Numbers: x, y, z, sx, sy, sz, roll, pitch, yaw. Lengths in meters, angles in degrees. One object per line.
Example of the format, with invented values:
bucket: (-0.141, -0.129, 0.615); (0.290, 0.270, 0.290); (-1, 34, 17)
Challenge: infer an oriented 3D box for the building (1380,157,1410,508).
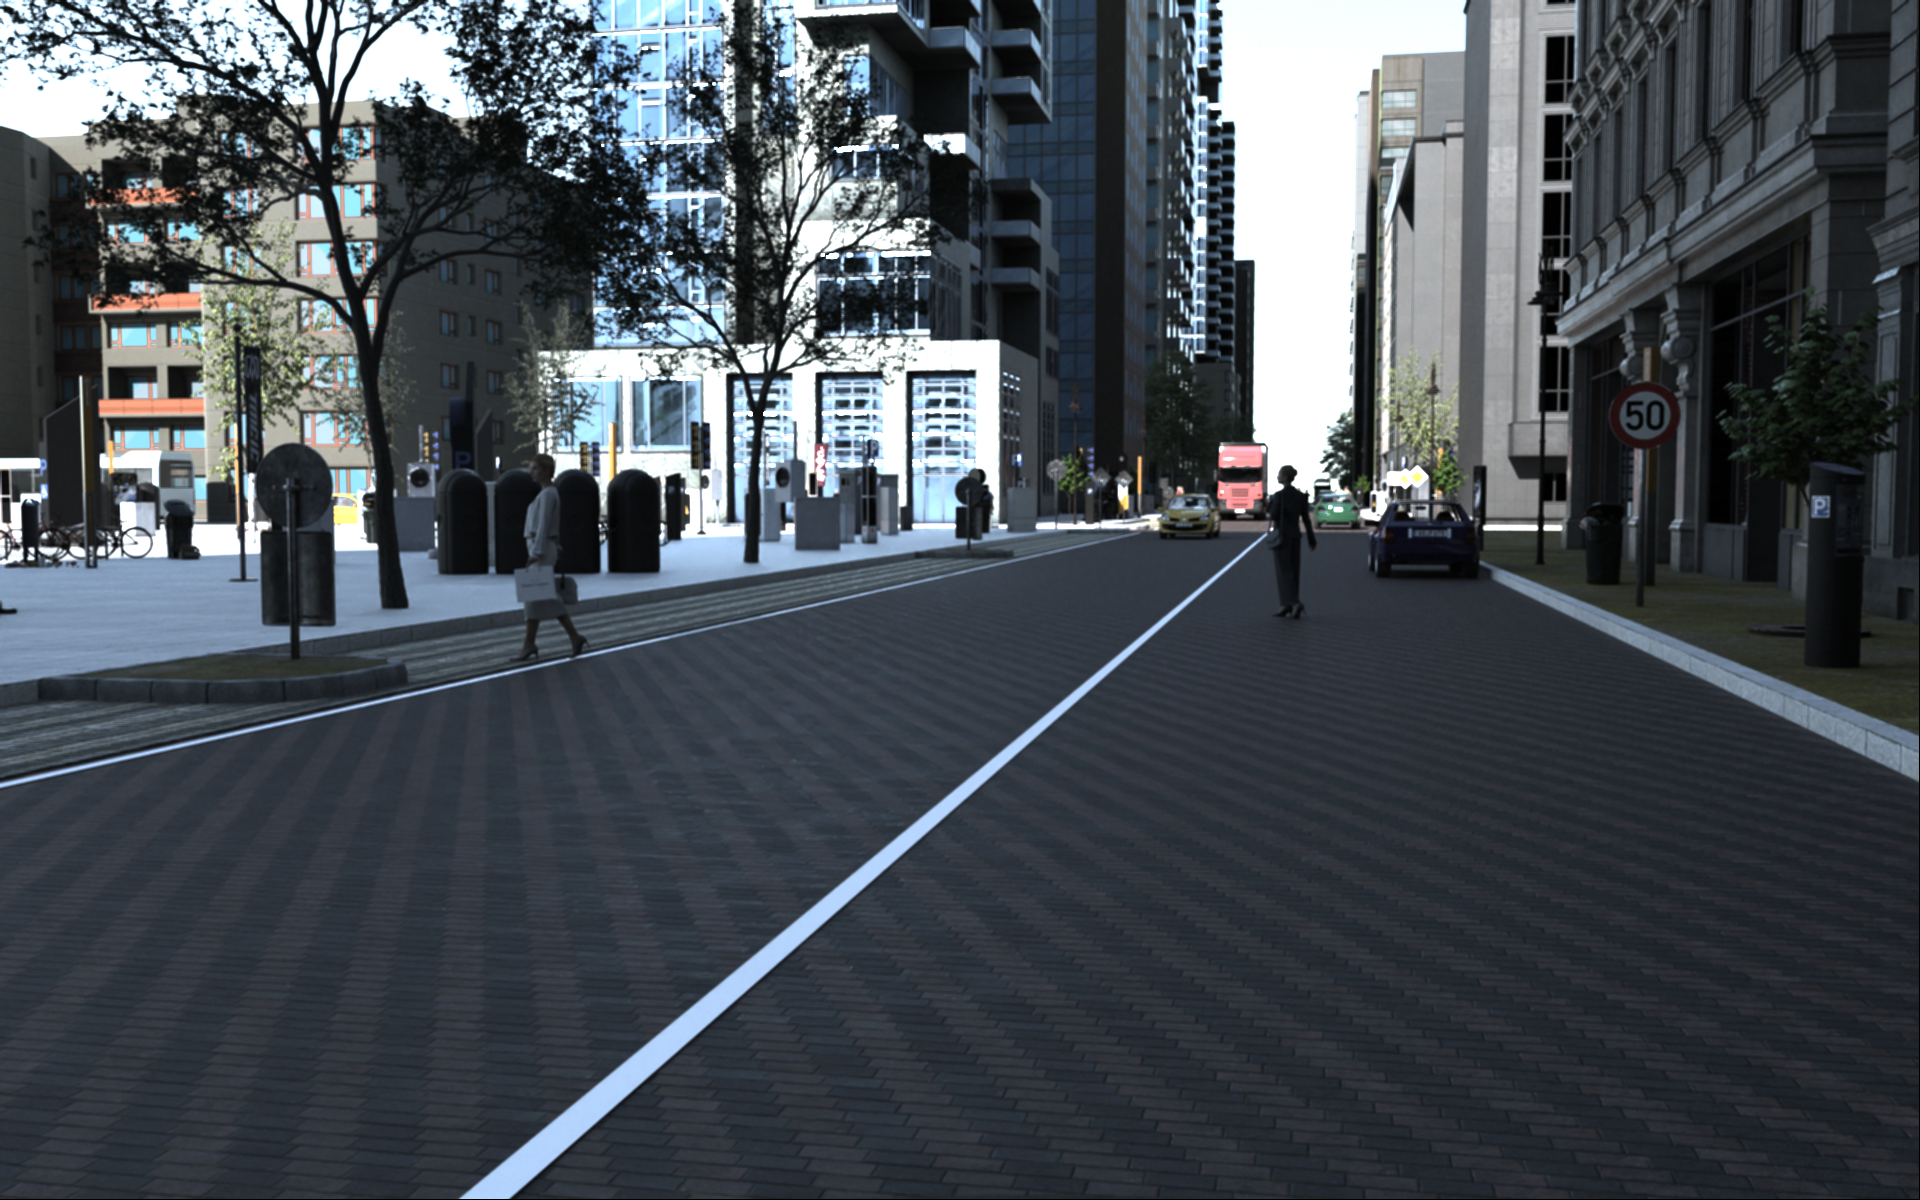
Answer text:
building: (38.301, -19.101, 130.318); (12.078, 24.808, 19.932); (1, 4, 11)

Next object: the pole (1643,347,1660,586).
pole: (9.612, -1.854, 24.160); (0.158, 3.312, 0.155); (0, 3, 0)

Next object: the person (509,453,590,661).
person: (-3.536, -0.369, 14.883); (0.624, 1.780, 0.694); (0, 4, 3)

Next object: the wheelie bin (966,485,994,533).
wheelie bin: (0.673, -3.019, 57.273); (0.980, 1.594, 0.693); (-1, 4, -20)

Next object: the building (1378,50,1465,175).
building: (46.465, -29.349, 163.456); (14.154, 41.232, 14.086); (1, 4, 11)

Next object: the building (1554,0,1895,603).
building: (18.355, -11.463, 38.334); (10.553, 20.767, 40.483); (1, 4, 11)

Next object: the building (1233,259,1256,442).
building: (42.770, -37.389, 294.897); (14.154, 41.232, 14.086); (1, 4, 11)

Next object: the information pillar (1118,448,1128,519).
information pillar: (8.228, -5.886, 87.592); (0.504, 3.616, 0.183); (-1, 4, -16)

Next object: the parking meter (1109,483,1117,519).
parking meter: (7.852, -5.094, 89.003); (0.399, 1.863, 0.255); (0, 4, 6)

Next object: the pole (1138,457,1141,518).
pole: (9.744, -6.129, 94.060); (0.158, 3.312, 0.155); (0, 3, 0)

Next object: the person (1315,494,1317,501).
person: (43.066, -12.082, 209.265); (0.599, 1.433, 0.991); (-1, 4, -10)

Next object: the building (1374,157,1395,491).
building: (43.178, -23.142, 150.078); (14.160, 30.474, 14.107); (1, 4, 11)

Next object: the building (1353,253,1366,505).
building: (54.416, -26.652, 207.460); (14.160, 30.474, 14.107); (1, 4, 11)

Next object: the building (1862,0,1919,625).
building: (12.574, -9.742, 8.441); (9.793, 20.994, 18.267); (1, 4, 11)

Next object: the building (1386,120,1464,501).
building: (33.829, -17.470, 104.697); (14.314, 24.678, 30.058); (1, 4, 11)

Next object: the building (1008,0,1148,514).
building: (5.093, -28.603, 117.774); (14.600, 45.320, 14.200); (1, 4, 11)

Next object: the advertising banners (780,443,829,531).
advertising banners: (-5.546, -3.899, 59.937); (2.074, 3.025, 0.090); (0, 4, 8)

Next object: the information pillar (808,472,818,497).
information pillar: (-4.933, -3.282, 58.153); (0.304, 2.012, 0.304); (0, 4, -1)

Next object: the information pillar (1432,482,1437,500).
information pillar: (23.128, -4.873, 84.160); (0.304, 2.012, 0.304); (-2, 4, -26)

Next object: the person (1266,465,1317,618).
person: (3.854, -0.684, 20.106); (0.534, 1.772, 0.576); (3, 4, 36)

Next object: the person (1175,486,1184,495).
person: (11.246, -4.890, 88.419); (0.573, 1.828, 0.580); (-3, 5, -43)

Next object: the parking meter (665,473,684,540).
parking meter: (-8.022, -2.612, 48.419); (0.399, 1.863, 0.255); (1, 4, 18)

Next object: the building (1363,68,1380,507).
building: (48.965, -32.297, 178.159); (14.600, 45.320, 14.200); (1, 4, 11)

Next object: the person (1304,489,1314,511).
person: (30.159, -8.723, 150.751); (1.348, 1.869, 0.705); (0, 4, -1)

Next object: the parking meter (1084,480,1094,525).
parking meter: (5.415, -4.089, 72.569); (0.399, 1.863, 0.255); (0, 4, -4)

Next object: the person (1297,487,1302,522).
person: (17.490, -4.962, 89.835); (0.583, 1.804, 0.606); (1, 4, 9)

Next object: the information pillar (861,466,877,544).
information pillar: (-2.358, -2.480, 45.046); (0.304, 2.012, 0.304); (-3, 4, -37)

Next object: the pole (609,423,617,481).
pole: (-9.963, -3.421, 49.770); (0.158, 3.312, 0.155); (0, 3, 0)

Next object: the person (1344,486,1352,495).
person: (19.229, -4.738, 85.884); (0.656, 1.842, 0.836); (3, 5, 39)

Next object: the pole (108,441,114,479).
pole: (-32.554, -4.443, 66.490); (0.158, 3.312, 0.155); (0, 3, 0)

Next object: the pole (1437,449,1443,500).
pole: (21.566, -5.137, 77.835); (0.158, 3.312, 0.155); (0, 3, 0)

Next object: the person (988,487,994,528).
person: (1.080, -3.757, 70.023); (0.694, 1.812, 0.767); (-2, 4, -33)

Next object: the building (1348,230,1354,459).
building: (74.381, -40.408, 280.281); (23.786, 49.044, 30.456); (1, 4, 11)

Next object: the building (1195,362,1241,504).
building: (25.123, -24.473, 245.168); (27.650, 21.520, 28.899); (1, 4, 11)

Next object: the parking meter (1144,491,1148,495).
parking meter: (13.915, -7.426, 129.825); (0.372, 1.533, 0.369); (0, 3, 0)

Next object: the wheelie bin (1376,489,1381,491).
wheelie bin: (26.242, -6.150, 108.461); (0.693, 1.594, 0.980); (3, 4, 36)

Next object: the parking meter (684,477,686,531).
parking meter: (-9.669, -3.302, 59.705); (0.399, 1.863, 0.255); (-2, 4, -24)

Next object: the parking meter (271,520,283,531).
parking meter: (-14.726, -1.937, 37.389); (0.255, 1.863, 0.399); (-1, 4, -15)

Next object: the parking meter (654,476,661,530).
parking meter: (-9.863, -3.072, 55.933); (0.399, 1.863, 0.255); (-1, 4, -14)

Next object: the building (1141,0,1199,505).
building: (10.184, -33.204, 162.487); (23.786, 49.044, 30.456); (1, 4, 11)

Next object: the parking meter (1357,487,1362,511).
parking meter: (31.081, -7.897, 134.823); (0.399, 1.863, 0.255); (1, 4, 17)

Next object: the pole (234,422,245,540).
pole: (-20.219, -3.350, 48.613); (0.158, 3.312, 0.155); (0, 3, 0)

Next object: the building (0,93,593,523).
building: (-36.983, -15.139, 92.568); (28.899, 21.520, 27.650); (1, 4, 11)

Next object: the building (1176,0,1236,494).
building: (33.481, -58.702, 272.441); (22.319, 86.520, 31.000); (1, 4, 11)

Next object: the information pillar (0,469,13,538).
information pillar: (-27.669, -2.796, 50.200); (0.304, 2.012, 0.304); (-2, 4, -35)

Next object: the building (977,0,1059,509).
building: (16.115, -53.747, 191.437); (22.319, 86.520, 31.000); (1, 4, 11)

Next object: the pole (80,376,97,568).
pole: (-15.077, -2.209, 29.958); (0.158, 3.312, 0.155); (0, 3, 0)

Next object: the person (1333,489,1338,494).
person: (28.503, -7.528, 131.391); (0.447, 1.846, 0.655); (0, 4, 4)

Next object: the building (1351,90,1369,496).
building: (67.755, -43.392, 251.458); (21.231, 58.520, 28.212); (1, 4, 11)

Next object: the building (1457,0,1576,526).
building: (33.997, -17.079, 72.745); (24.014, 27.812, 14.314); (1, 4, 11)

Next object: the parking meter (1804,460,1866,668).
parking meter: (6.515, -0.274, 12.896); (0.372, 1.533, 0.369); (0, 3, 0)

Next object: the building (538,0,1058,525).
building: (-6.200, -47.399, 87.642); (22.319, 86.520, 31.000); (1, 4, 11)
